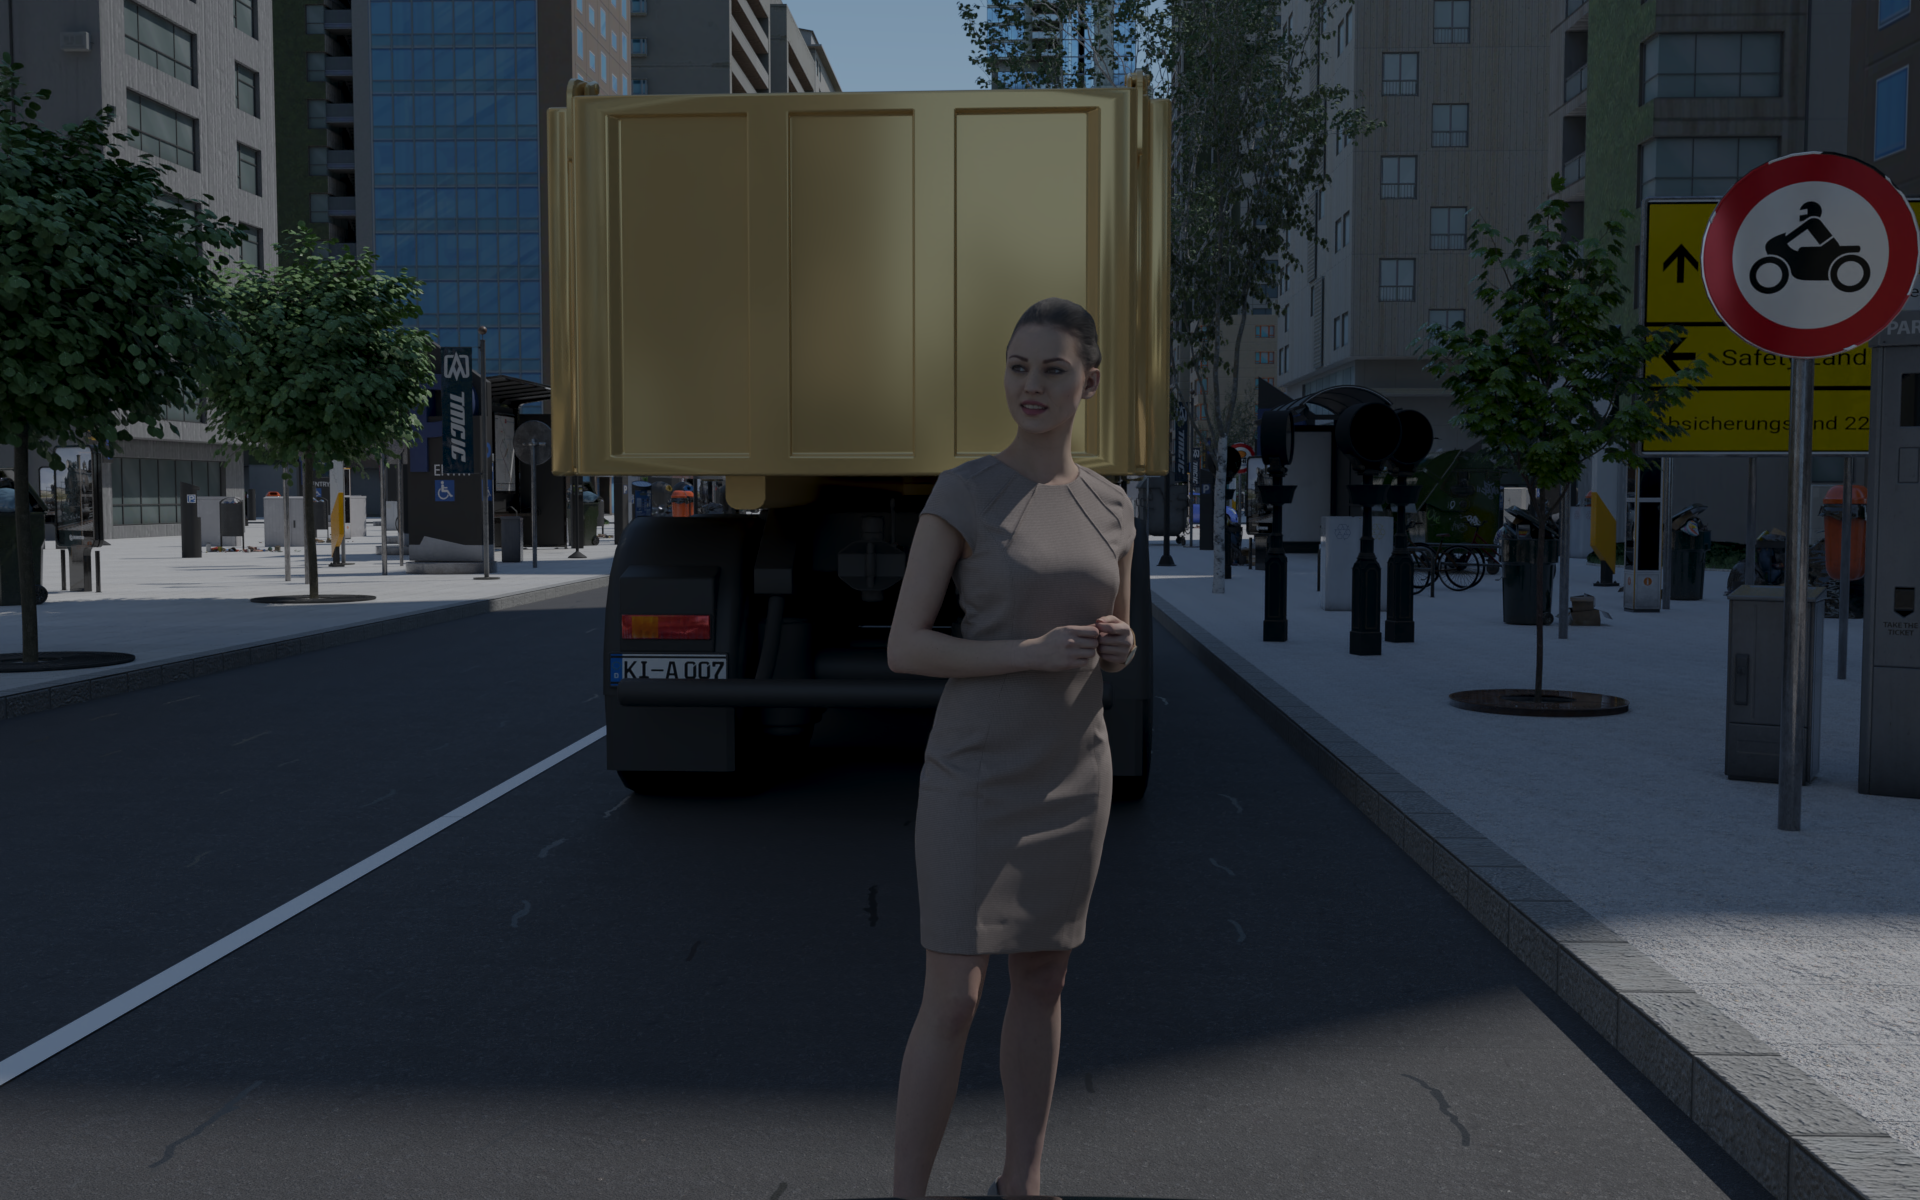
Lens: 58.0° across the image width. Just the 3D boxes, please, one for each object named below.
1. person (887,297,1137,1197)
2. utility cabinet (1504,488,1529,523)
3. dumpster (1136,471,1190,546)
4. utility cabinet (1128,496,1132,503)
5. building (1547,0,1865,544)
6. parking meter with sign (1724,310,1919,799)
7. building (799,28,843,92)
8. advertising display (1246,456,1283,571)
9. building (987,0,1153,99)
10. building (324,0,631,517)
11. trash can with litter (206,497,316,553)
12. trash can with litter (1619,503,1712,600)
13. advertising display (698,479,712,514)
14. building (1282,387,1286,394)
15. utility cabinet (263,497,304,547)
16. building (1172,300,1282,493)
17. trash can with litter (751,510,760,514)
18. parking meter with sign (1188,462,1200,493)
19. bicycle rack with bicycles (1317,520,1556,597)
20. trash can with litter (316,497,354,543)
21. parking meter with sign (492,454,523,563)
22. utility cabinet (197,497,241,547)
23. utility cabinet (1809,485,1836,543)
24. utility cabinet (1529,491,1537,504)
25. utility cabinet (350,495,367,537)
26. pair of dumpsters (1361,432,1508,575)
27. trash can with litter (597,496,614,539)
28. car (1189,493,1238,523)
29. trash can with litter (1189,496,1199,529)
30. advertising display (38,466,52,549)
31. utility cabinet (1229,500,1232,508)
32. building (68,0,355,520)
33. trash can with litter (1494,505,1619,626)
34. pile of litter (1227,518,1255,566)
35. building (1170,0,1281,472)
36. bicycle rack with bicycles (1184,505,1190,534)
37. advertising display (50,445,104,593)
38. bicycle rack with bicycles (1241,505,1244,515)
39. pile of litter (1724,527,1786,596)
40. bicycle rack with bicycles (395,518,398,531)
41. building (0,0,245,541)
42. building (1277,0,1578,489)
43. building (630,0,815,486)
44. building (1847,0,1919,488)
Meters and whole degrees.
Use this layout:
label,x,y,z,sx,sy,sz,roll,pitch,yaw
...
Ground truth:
label,x,y,z,sx,sy,sz,roll,pitch,yaw
person,0.108,0.351,3.098,0.599,1.781,0.374,-2,4,-27
utility cabinet,19.287,-3.191,60.844,0.318,1.500,1.173,-3,4,-36
dumpster,5.120,-2.321,43.710,1.264,1.857,1.865,0,4,2
utility cabinet,4.757,-2.574,53.249,1.020,1.237,0.306,1,4,17
building,24.291,-22.319,48.510,14.154,41.232,14.086,0,4,2
parking meter with sign,4.229,-0.677,7.327,1.738,3.016,0.543,2,4,33
building,-28.194,-37.569,203.487,27.495,52.752,28.713,0,4,2
advertising display,5.101,-1.459,29.068,0.123,1.923,0.974,-1,4,-21
building,15.801,-58.012,261.170,31.000,86.520,22.319,0,4,2
building,-27.543,-27.566,100.809,14.600,45.320,14.200,0,4,2
trash can with litter,-15.764,-1.665,38.280,2.233,1.210,1.678,0,4,3
trash can with litter,8.577,-0.596,21.127,0.624,1.170,1.055,-3,5,-43
advertising display,-7.231,-2.673,48.914,0.123,1.923,0.974,-2,4,-30
building,32.148,-29.294,129.064,14.600,45.320,14.200,0,4,2
utility cabinet,-16.384,-1.897,42.176,1.020,1.237,0.306,-1,4,-10
building,37.352,-20.562,181.223,27.650,21.520,28.899,0,4,2
trash can with litter,-14.588,-7.280,130.084,2.233,1.210,1.678,-1,4,-8
parking meter with sign,13.334,-6.017,94.636,1.738,3.016,0.543,3,5,39
bicycle rack with bicycles,5.972,-0.583,22.921,2.852,0.926,2.925,-3,4,-39
trash can with litter,-17.301,-2.117,45.674,2.233,1.210,1.678,0,4,-4
parking meter with sign,-9.103,-2.213,32.442,1.738,3.016,0.543,0,4,-5
utility cabinet,-18.196,-1.916,42.484,1.020,1.237,0.306,0,4,3
utility cabinet,20.285,-1.943,40.449,1.173,1.500,0.318,-1,4,-16
utility cabinet,23.011,-3.731,69.686,0.318,1.500,1.173,-2,4,-26
utility cabinet,-18.199,-2.490,51.865,0.306,1.237,1.020,1,4,14
pair of dumpsters,8.007,-1.651,29.480,1.574,2.255,4.437,0,4,2
trash can with litter,-10.692,-2.382,50.011,1.678,1.210,2.233,1,4,13
car,10.125,-3.984,74.723,3.694,1.707,1.945,0,4,0
trash can with litter,8.713,-3.281,64.707,1.678,1.210,2.233,-3,4,-38
advertising display,-20.879,-2.147,40.313,0.974,1.923,0.123,-2,4,-28
utility cabinet,12.583,-4.423,83.473,1.020,1.237,0.306,2,4,35
building,-40.938,-20.172,101.519,14.107,30.474,14.160,0,4,2
trash can with litter,5.838,-0.348,17.070,1.055,1.170,0.624,0,4,7
pile of litter,5.193,-1.077,31.582,1.176,0.858,1.719,2,4,23
building,33.734,-46.889,204.894,20.563,71.187,20.611,0,4,2
bicycle rack with bicycles,7.517,-2.614,56.129,2.852,0.926,2.925,0,4,6
advertising display,-11.577,-1.073,22.752,0.974,1.923,0.123,2,4,35
bicycle rack with bicycles,18.678,-5.635,105.516,2.852,0.926,2.925,-3,5,-45
pile of litter,10.505,-0.488,21.945,1.719,0.858,1.176,0,4,4
bicycle rack with bicycles,-16.645,-2.635,56.469,2.925,0.926,2.852,3,5,42
building,-29.854,-17.250,53.740,14.107,30.474,14.160,0,4,2
building,34.304,-31.514,104.494,27.495,52.752,28.713,0,4,2
building,-25.748,-33.218,166.821,21.300,48.544,21.600,0,4,2
building,24.301,-23.007,26.269,14.600,45.320,14.200,0,4,2
